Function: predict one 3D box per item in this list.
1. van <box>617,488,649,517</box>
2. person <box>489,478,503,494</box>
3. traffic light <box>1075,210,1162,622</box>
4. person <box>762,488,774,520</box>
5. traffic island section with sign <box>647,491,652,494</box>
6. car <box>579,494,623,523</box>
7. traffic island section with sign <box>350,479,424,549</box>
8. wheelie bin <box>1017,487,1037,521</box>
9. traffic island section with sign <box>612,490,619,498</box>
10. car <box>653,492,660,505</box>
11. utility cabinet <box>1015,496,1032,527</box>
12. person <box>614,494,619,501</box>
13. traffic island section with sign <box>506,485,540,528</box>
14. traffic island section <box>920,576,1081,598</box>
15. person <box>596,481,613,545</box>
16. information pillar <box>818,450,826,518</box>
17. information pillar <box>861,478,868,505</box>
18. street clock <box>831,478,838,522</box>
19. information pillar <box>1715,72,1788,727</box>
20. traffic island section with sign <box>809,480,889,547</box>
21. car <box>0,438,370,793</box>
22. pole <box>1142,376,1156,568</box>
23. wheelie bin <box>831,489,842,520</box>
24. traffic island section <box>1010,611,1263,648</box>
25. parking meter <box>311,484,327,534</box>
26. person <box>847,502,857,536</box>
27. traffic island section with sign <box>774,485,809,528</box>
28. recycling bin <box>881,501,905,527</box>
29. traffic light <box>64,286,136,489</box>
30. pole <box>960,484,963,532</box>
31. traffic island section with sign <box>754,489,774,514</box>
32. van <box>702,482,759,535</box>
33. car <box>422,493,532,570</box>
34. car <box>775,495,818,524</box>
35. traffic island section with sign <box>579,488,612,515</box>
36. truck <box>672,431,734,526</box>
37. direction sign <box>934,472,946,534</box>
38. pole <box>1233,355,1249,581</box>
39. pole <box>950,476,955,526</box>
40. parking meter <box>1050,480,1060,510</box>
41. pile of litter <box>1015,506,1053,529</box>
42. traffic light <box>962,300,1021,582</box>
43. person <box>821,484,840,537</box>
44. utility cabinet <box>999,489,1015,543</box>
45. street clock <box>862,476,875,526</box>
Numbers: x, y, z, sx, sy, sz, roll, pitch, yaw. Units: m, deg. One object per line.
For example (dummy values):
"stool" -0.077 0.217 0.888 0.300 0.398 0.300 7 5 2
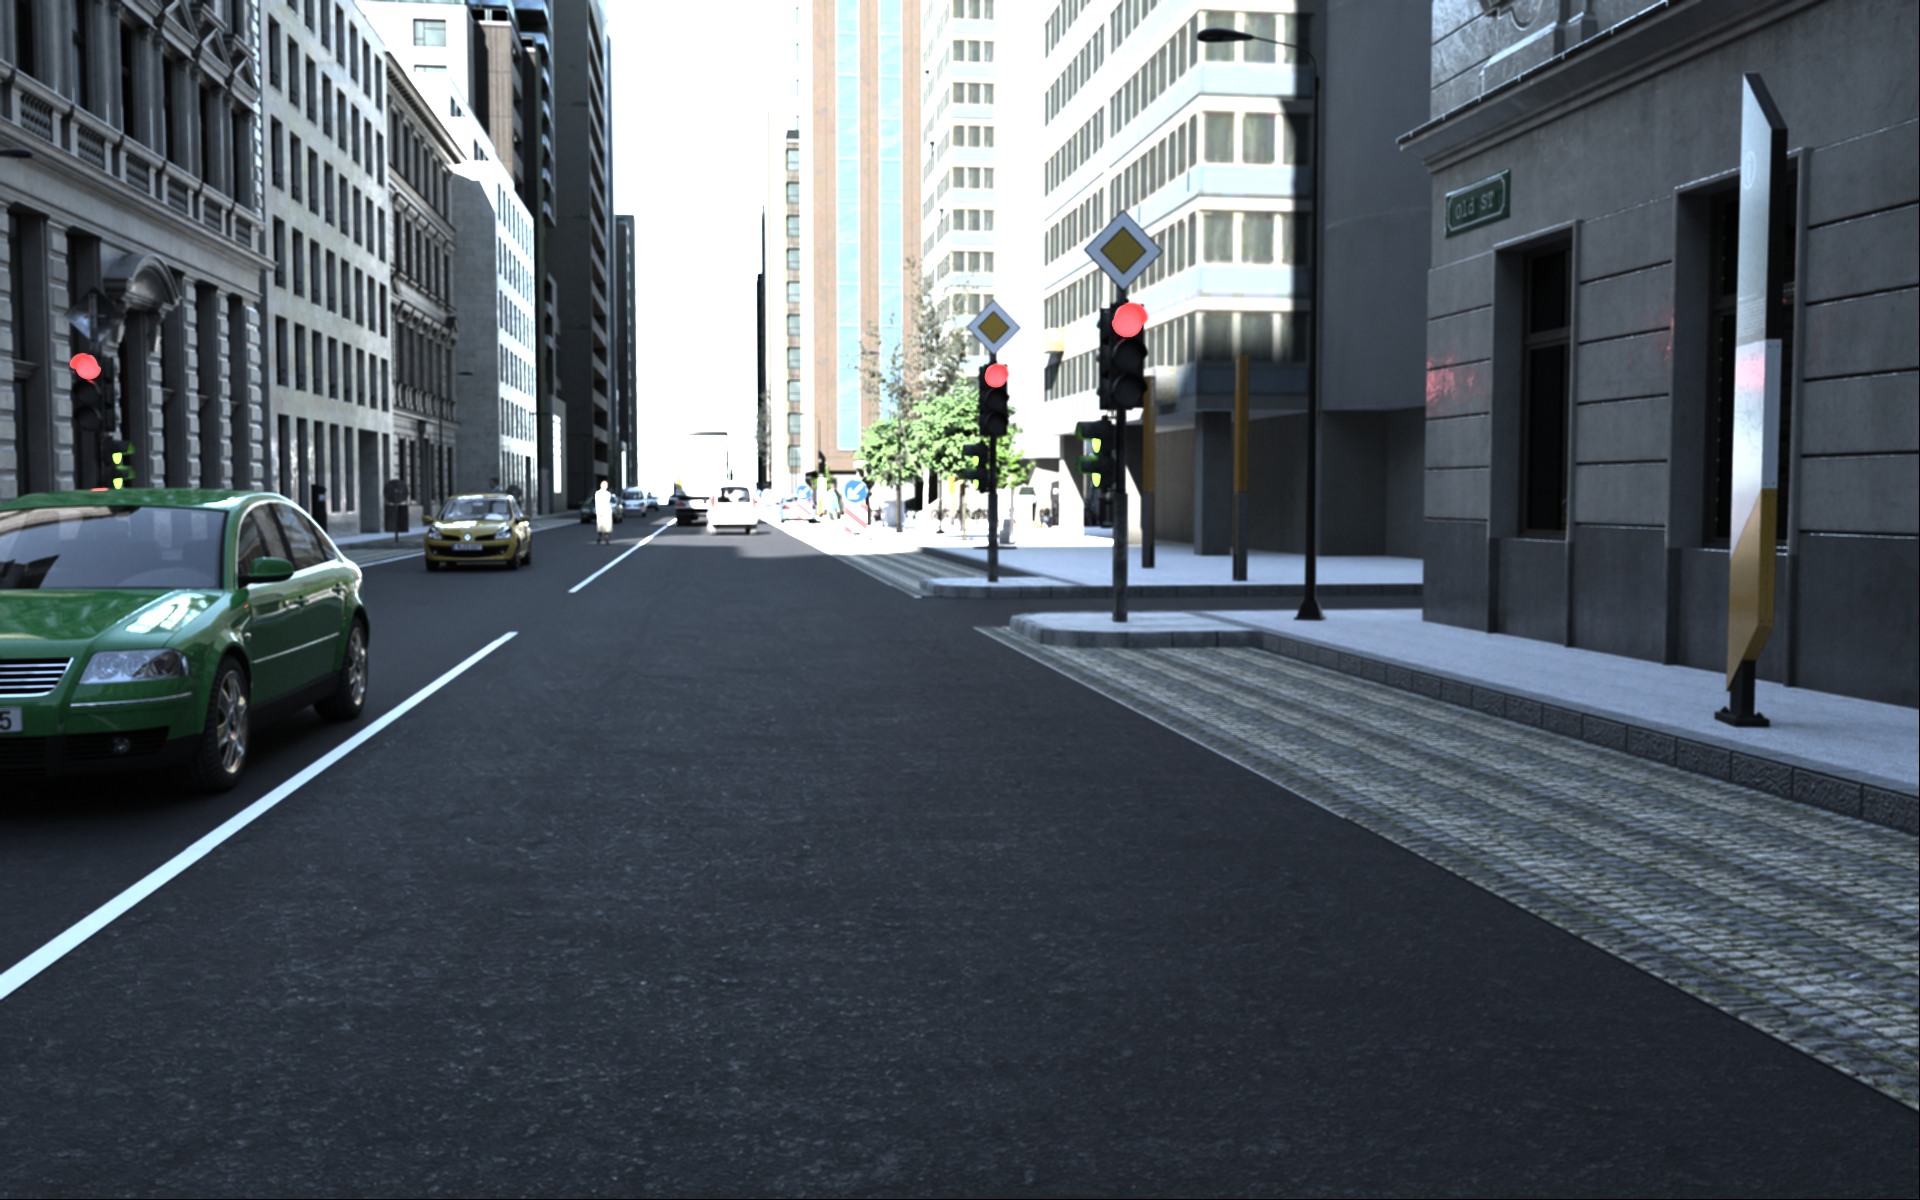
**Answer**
"van" -20.851 -6.322 110.375 2.013 2.044 4.112 -1 4 -10
"person" -10.652 -1.906 39.792 0.853 1.813 0.709 -2 4 -30
"traffic light" 1.590 -1.736 17.310 0.839 4.253 0.868 0 4 -8
"person" -10.363 -5.181 93.797 0.643 1.750 0.593 3 5 43
"traffic island section with sign" -41.264 -13.575 230.570 1.989 1.847 2.006 0 4 -8
"car" -17.777 -4.536 85.963 2.131 1.459 4.920 0 4 -7
"traffic island section with sign" -14.871 -2.262 45.613 1.989 1.847 2.006 0 4 -8
"wheelie bin" 2.876 -4.073 74.501 0.980 1.594 0.693 2 4 29
"traffic island section with sign" -29.680 -8.607 149.347 1.989 1.847 2.006 0 4 -8
"car" -41.838 -13.862 236.228 1.945 1.707 3.694 -1 4 -8
"utility cabinet" 2.309 -3.491 68.245 1.020 1.237 0.306 0 4 -2
"person" -25.988 -7.254 130.364 0.557 1.426 1.065 3 5 44
"traffic island section with sign" -18.775 -3.935 72.963 1.989 1.847 2.006 0 4 -8
"traffic island section" 0.503 -0.187 25.335 2.009 0.180 2.903 0 4 -8
"person" -10.182 -2.487 49.384 0.478 1.798 0.641 -2 4 -31
"information pillar" -7.357 -6.171 92.249 0.183 3.616 0.504 -3 5 -45
"information pillar" -4.304 -4.539 78.712 0.304 2.012 0.304 -2 4 -35
"street clock" -5.818 -4.614 80.016 0.358 2.002 0.471 -1 4 -10
"information pillar" 4.366 -1.110 9.502 0.183 3.616 0.504 0 4 6
"traffic island section with sign" -3.063 -2.406 47.960 1.989 1.847 2.006 0 4 -8
"car" -4.550 -0.049 9.603 1.959 1.807 4.718 0 4 -7
"pole" 3.274 -2.213 30.022 0.158 3.312 0.155 0 3 0
"wheelie bin" -6.217 -4.782 86.096 0.693 1.594 0.980 0 4 1
"traffic island section" 1.631 0.297 17.430 2.009 0.180 2.903 0 4 -8
"parking meter" -16.657 -2.239 45.023 0.372 1.533 0.369 0 3 0
"person" -3.659 -3.123 59.364 0.447 1.846 0.655 -1 4 -8
"traffic island section with sign" -6.871 -4.038 74.646 1.989 1.847 2.006 0 4 -8
"recycling bin" -2.584 -3.324 66.895 0.722 1.027 0.722 1 4 21
"traffic light" -11.675 -2.113 23.474 0.839 4.253 0.868 0 4 -8
"pole" 0.084 -3.962 58.624 0.158 3.312 0.155 0 3 0
"traffic island section with sign" -13.959 -7.073 124.270 1.989 1.847 2.006 0 4 -8
"van" -8.187 -3.364 62.014 2.013 2.044 4.112 -1 4 -10
"car" -9.384 -1.445 33.845 2.015 1.641 3.980 -1 4 -9
"car" -7.710 -4.274 81.875 2.014 1.417 4.499 0 4 -8
"traffic island section with sign" -25.803 -6.945 122.179 1.989 1.847 2.006 0 4 -8
"truck" -12.208 -5.713 82.325 2.839 4.237 11.283 0 4 -7
"direction sign" -0.635 -3.900 55.756 0.876 3.537 0.379 3 4 36
"pole" 4.143 -1.939 25.546 0.158 3.312 0.155 0 3 0
"pole" -0.310 -4.633 69.595 0.158 3.312 0.155 0 3 0
"parking meter" 3.962 -4.063 72.147 0.399 1.863 0.255 0 4 0
"pile of litter" 2.905 -3.079 64.315 1.176 0.858 1.719 2 4 26
"traffic light" 0.462 -2.220 25.216 0.839 4.253 0.868 0 4 -8
"person" -4.344 -3.005 57.972 0.601 1.785 0.444 3 5 43
"utility cabinet" 1.210 -2.238 45.274 0.318 1.500 1.173 0 4 8
"street clock" -3.680 -3.989 69.794 0.471 2.002 0.358 1 4 12
